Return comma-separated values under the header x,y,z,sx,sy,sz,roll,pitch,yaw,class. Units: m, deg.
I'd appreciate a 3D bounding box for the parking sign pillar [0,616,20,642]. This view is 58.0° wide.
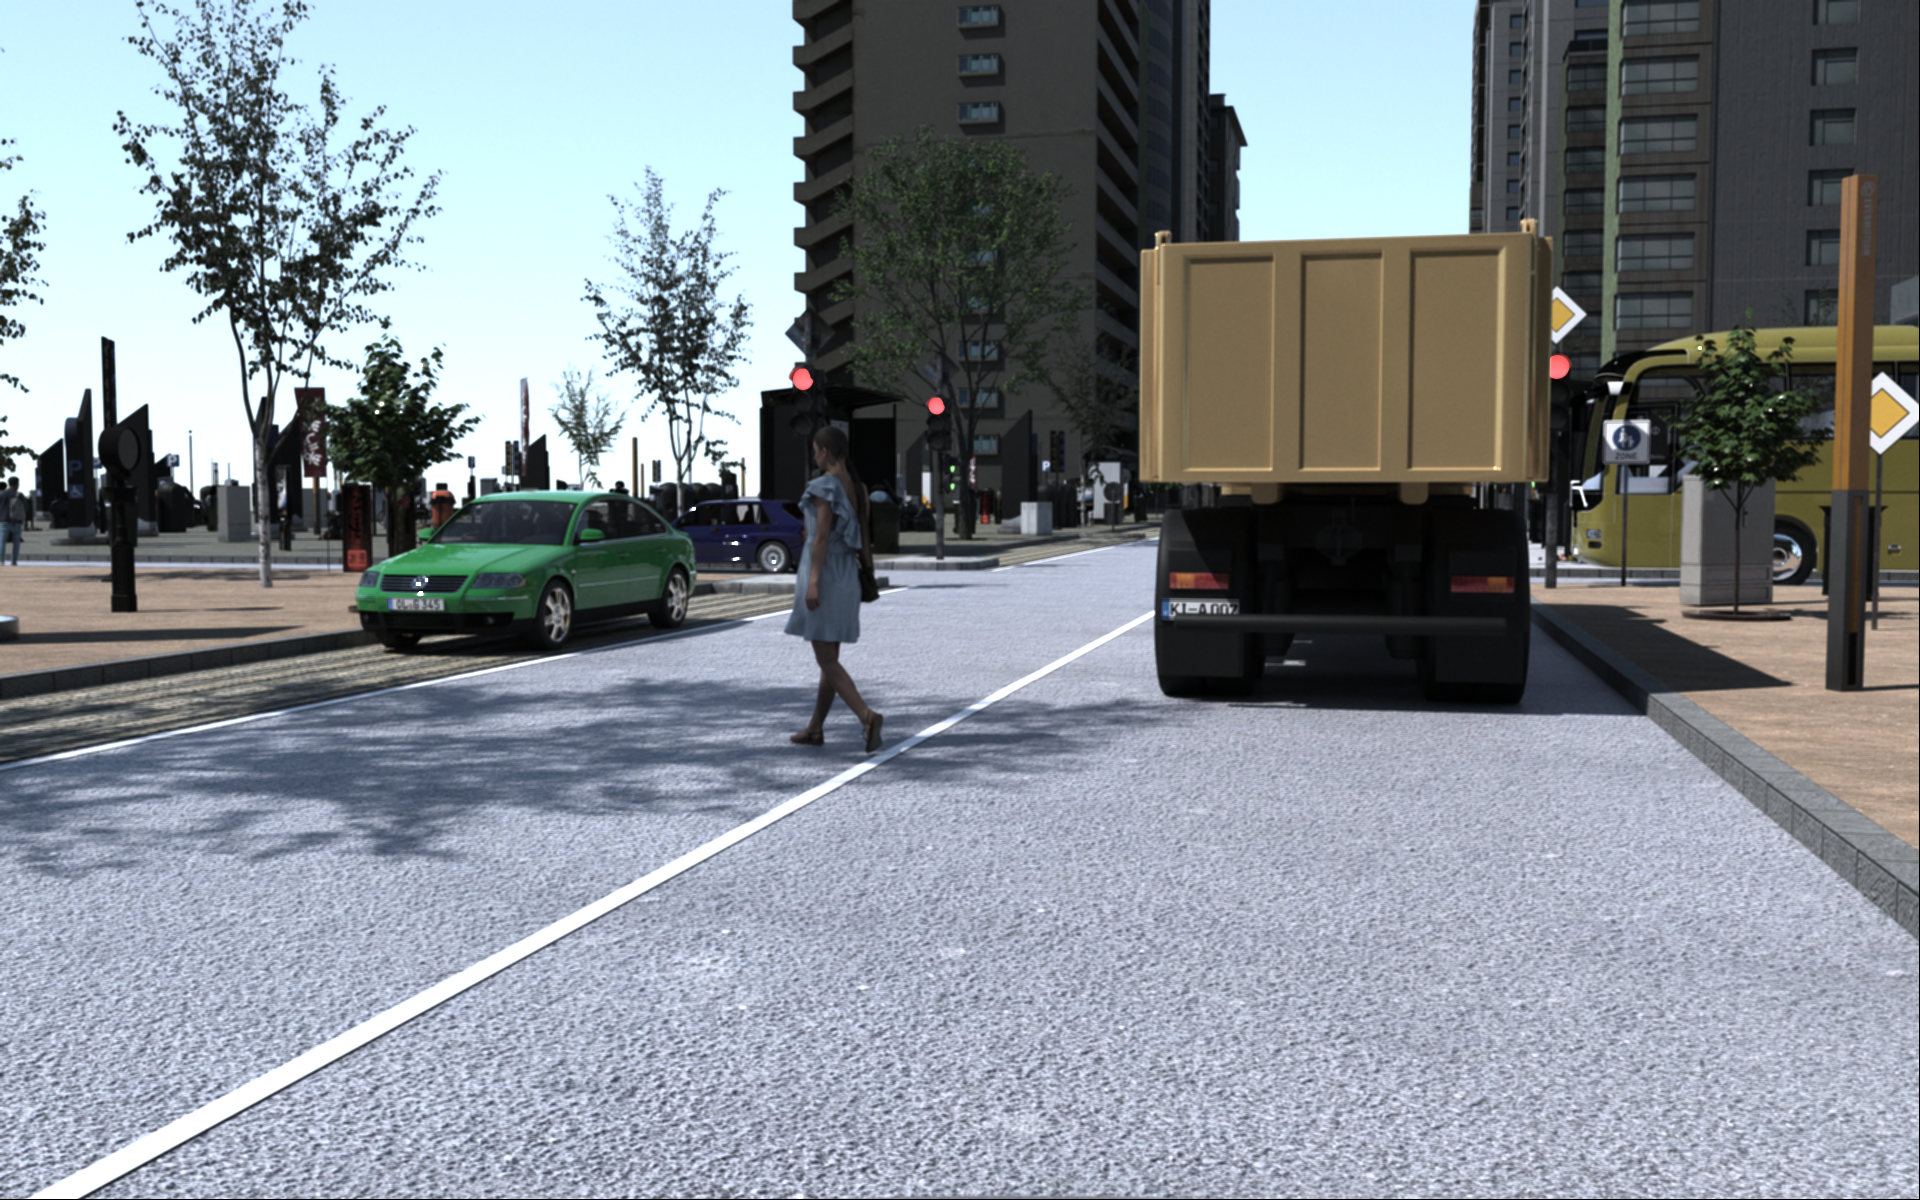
x,y,z,sx,sy,sz,roll,pitch,yaw,class
-9.010,-1.620,14.963,1.447,3.967,1.447,-2,4,-25,parking sign pillar

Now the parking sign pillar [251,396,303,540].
x,y,z,sx,sy,sz,roll,pitch,yaw,class
-19.431,-3.671,48.494,1.447,3.967,1.447,-2,4,-33,parking sign pillar

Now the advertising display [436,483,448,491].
x,y,z,sx,sy,sz,roll,pitch,yaw,class
-30.131,-5.843,100.752,0.123,1.923,0.974,1,4,19,advertising display

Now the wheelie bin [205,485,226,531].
x,y,z,sx,sy,sz,roll,pitch,yaw,class
-25.562,-3.177,59.856,0.693,1.594,0.980,1,4,20,wheelie bin

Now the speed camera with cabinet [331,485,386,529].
x,y,z,sx,sy,sz,roll,pitch,yaw,class
-21.849,-4.211,63.179,2.038,3.252,0.660,-1,4,-21,speed camera with cabinet

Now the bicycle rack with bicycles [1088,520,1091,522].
x,y,z,sx,sy,sz,roll,pitch,yaw,class
4.700,-4.012,78.981,2.925,0.926,2.852,-1,4,-17,bicycle rack with bicycles

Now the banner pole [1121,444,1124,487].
x,y,z,sx,sy,sz,roll,pitch,yaw,class
8.185,-5.971,87.648,0.401,3.779,0.863,0,4,-2,banner pole

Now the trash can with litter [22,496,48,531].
x,y,z,sx,sy,sz,roll,pitch,yaw,class
-32.532,-2.994,60.003,1.678,1.210,2.233,0,4,-7,trash can with litter

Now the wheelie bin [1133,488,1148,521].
x,y,z,sx,sy,sz,roll,pitch,yaw,class
8.539,-4.528,81.941,0.693,1.594,0.980,0,4,-4,wheelie bin

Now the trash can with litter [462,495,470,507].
x,y,z,sx,sy,sz,roll,pitch,yaw,class
-24.732,-4.722,88.266,2.233,1.210,1.678,0,4,-6,trash can with litter

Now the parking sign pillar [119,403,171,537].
x,y,z,sx,sy,sz,roll,pitch,yaw,class
-24.801,-3.872,51.785,1.447,3.967,1.447,0,4,4,parking sign pillar

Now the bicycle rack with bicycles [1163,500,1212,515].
x,y,z,sx,sy,sz,roll,pitch,yaw,class
13.602,-5.651,105.774,2.925,0.926,2.852,3,5,40,bicycle rack with bicycles

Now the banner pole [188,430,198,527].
x,y,z,sx,sy,sz,roll,pitch,yaw,class
-30.129,-4.766,67.945,0.401,3.779,0.863,-1,4,-20,banner pole

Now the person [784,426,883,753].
x,y,z,sx,sy,sz,roll,pitch,yaw,class
-0.666,-0.070,9.737,0.778,1.811,0.616,3,5,43,person

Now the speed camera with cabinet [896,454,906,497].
x,y,z,sx,sy,sz,roll,pitch,yaw,class
-2.630,-5.562,85.275,0.660,3.252,2.038,3,5,43,speed camera with cabinet

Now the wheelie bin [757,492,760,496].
x,y,z,sx,sy,sz,roll,pitch,yaw,class
-7.438,-3.587,66.559,0.693,1.594,0.980,-2,4,-30,wheelie bin

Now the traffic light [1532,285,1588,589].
x,y,z,sx,sy,sz,roll,pitch,yaw,class
8.027,-2.114,23.477,0.839,4.253,0.868,1,4,14,traffic light

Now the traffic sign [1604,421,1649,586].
x,y,z,sx,sy,sz,roll,pitch,yaw,class
9.235,-1.340,24.045,0.606,2.300,0.079,1,4,23,traffic sign

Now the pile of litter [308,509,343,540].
x,y,z,sx,sy,sz,roll,pitch,yaw,class
-17.383,-2.111,48.479,1.719,0.858,1.176,2,4,25,pile of litter

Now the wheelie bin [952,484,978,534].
x,y,z,sx,sy,sz,roll,pitch,yaw,class
0.170,-2.924,55.716,0.693,1.594,0.980,-2,4,-28,wheelie bin

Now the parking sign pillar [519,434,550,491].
x,y,z,sx,sy,sz,roll,pitch,yaw,class
-19.088,-5.460,77.735,1.447,3.967,1.447,1,4,16,parking sign pillar

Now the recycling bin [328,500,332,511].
x,y,z,sx,sy,sz,roll,pitch,yaw,class
-26.229,-3.668,72.521,0.722,1.027,0.722,0,4,7,recycling bin

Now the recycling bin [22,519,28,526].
x,y,z,sx,sy,sz,roll,pitch,yaw,class
-37.588,-3.448,68.926,0.722,1.027,0.722,-1,4,-12,recycling bin

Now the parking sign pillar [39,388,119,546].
x,y,z,sx,sy,sz,roll,pitch,yaw,class
-22.138,-3.370,43.572,1.447,3.967,1.447,-1,4,-17,parking sign pillar

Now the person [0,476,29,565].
x,y,z,sx,sy,sz,roll,pitch,yaw,class
-18.636,-1.540,34.021,0.623,1.781,0.721,-2,4,-31,person

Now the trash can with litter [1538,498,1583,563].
x,y,z,sx,sy,sz,roll,pitch,yaw,class
11.984,-1.358,33.258,1.678,1.210,2.233,3,4,39,trash can with litter

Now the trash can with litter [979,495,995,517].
x,y,z,sx,sy,sz,roll,pitch,yaw,class
2.519,-5.516,101.243,2.233,1.210,1.678,3,5,41,trash can with litter

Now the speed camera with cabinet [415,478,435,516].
x,y,z,sx,sy,sz,roll,pitch,yaw,class
-29.591,-6.215,95.949,0.660,3.252,2.038,1,4,17,speed camera with cabinet

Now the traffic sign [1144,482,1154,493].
x,y,z,sx,sy,sz,roll,pitch,yaw,class
8.840,-5.057,82.688,0.884,2.594,0.081,1,4,22,traffic sign

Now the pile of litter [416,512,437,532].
x,y,z,sx,sy,sz,roll,pitch,yaw,class
-18.133,-2.779,59.398,1.176,0.858,1.719,2,4,24,pile of litter

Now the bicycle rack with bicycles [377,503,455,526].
x,y,z,sx,sy,sz,roll,pitch,yaw,class
-21.965,-3.523,70.976,2.925,0.926,2.852,2,4,25,bicycle rack with bicycles

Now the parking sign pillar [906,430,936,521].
x,y,z,sx,sy,sz,roll,pitch,yaw,class
-1.731,-5.209,73.636,1.447,3.967,1.447,-3,5,-41,parking sign pillar

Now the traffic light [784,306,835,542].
x,y,z,sx,sy,sz,roll,pitch,yaw,class
-2.245,-2.264,25.930,0.839,4.253,0.868,1,4,14,traffic light

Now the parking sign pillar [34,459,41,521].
x,y,z,sx,sy,sz,roll,pitch,yaw,class
-43.295,-5.745,82.402,1.447,3.967,1.447,1,4,21,parking sign pillar

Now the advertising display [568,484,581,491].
x,y,z,sx,sy,sz,roll,pitch,yaw,class
-24.741,-6.502,111.525,0.974,1.923,0.123,0,4,-2,advertising display

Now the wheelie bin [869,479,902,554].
x,y,z,sx,sy,sz,roll,pitch,yaw,class
-1.594,-1.783,37.059,0.693,1.594,0.980,0,4,-2,wheelie bin

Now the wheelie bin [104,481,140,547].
x,y,z,sx,sy,sz,roll,pitch,yaw,class
-20.245,-2.077,41.873,0.693,1.594,0.980,-3,5,-43,wheelie bin

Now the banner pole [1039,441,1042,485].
x,y,z,sx,sy,sz,roll,pitch,yaw,class
3.620,-5.658,82.525,0.863,3.779,0.401,2,4,33,banner pole

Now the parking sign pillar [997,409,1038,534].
x,y,z,sx,sy,sz,roll,pitch,yaw,class
1.924,-4.118,55.797,1.447,3.967,1.447,-3,5,-41,parking sign pillar

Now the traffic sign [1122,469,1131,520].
x,y,z,sx,sy,sz,roll,pitch,yaw,class
8.146,-5.278,86.393,0.768,2.556,0.104,1,4,19,traffic sign

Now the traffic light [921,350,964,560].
x,y,z,sx,sy,sz,roll,pitch,yaw,class
-0.372,-2.738,33.693,0.839,4.253,0.868,1,4,14,traffic light

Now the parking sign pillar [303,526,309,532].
x,y,z,sx,sy,sz,roll,pitch,yaw,class
-22.856,-4.288,58.585,1.447,3.967,1.447,1,4,14,parking sign pillar

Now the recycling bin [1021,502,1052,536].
x,y,z,sx,sy,sz,roll,pitch,yaw,class
2.383,-2.524,53.824,0.722,1.027,0.722,-3,5,-43,recycling bin

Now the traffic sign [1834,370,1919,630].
x,y,z,sx,sy,sz,roll,pitch,yaw,class
8.629,-0.923,16.280,0.795,2.450,0.064,1,4,21,traffic sign

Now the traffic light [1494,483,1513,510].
x,y,z,sx,sy,sz,roll,pitch,yaw,class
9.900,-2.588,31.240,0.839,4.253,0.868,1,4,14,traffic light

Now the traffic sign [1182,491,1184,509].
x,y,z,sx,sy,sz,roll,pitch,yaw,class
13.342,-6.337,103.715,0.768,2.556,0.104,1,4,20,traffic sign

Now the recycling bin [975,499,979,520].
x,y,z,sx,sy,sz,roll,pitch,yaw,class
0.475,-4.529,86.607,0.722,1.027,0.722,-2,4,-27,recycling bin

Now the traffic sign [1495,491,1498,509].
x,y,z,sx,sy,sz,roll,pitch,yaw,class
12.402,-2.449,40.039,0.884,2.594,0.081,2,4,23,traffic sign

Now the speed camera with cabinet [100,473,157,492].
x,y,z,sx,sy,sz,roll,pitch,yaw,class
-36.383,-4.975,75.676,2.038,3.252,0.660,-1,4,-14,speed camera with cabinet

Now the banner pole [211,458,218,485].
x,y,z,sx,sy,sz,roll,pitch,yaw,class
-52.076,-8.013,121.026,0.863,3.779,0.401,2,4,30,banner pole

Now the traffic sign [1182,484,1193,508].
x,y,z,sx,sy,sz,roll,pitch,yaw,class
12.147,-5.532,92.580,0.606,2.300,0.079,1,4,20,traffic sign

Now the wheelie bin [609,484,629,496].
x,y,z,sx,sy,sz,roll,pitch,yaw,class
-10.784,-2.867,54.778,0.693,1.594,0.980,-1,4,-12,wheelie bin

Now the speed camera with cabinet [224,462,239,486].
x,y,z,sx,sy,sz,roll,pitch,yaw,class
-45.530,-6.895,107.073,0.660,3.252,2.038,1,4,20,speed camera with cabinet

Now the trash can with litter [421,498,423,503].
x,y,z,sx,sy,sz,roll,pitch,yaw,class
-35.493,-6.255,113.321,2.233,1.210,1.678,-3,4,-38,trash can with litter

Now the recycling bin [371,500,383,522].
x,y,z,sx,sy,sz,roll,pitch,yaw,class
-27.274,-4.146,80.337,0.722,1.027,0.722,3,5,43,recycling bin

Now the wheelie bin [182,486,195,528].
x,y,z,sx,sy,sz,roll,pitch,yaw,class
-29.430,-3.536,65.723,0.693,1.594,0.980,-2,4,-35,wheelie bin
